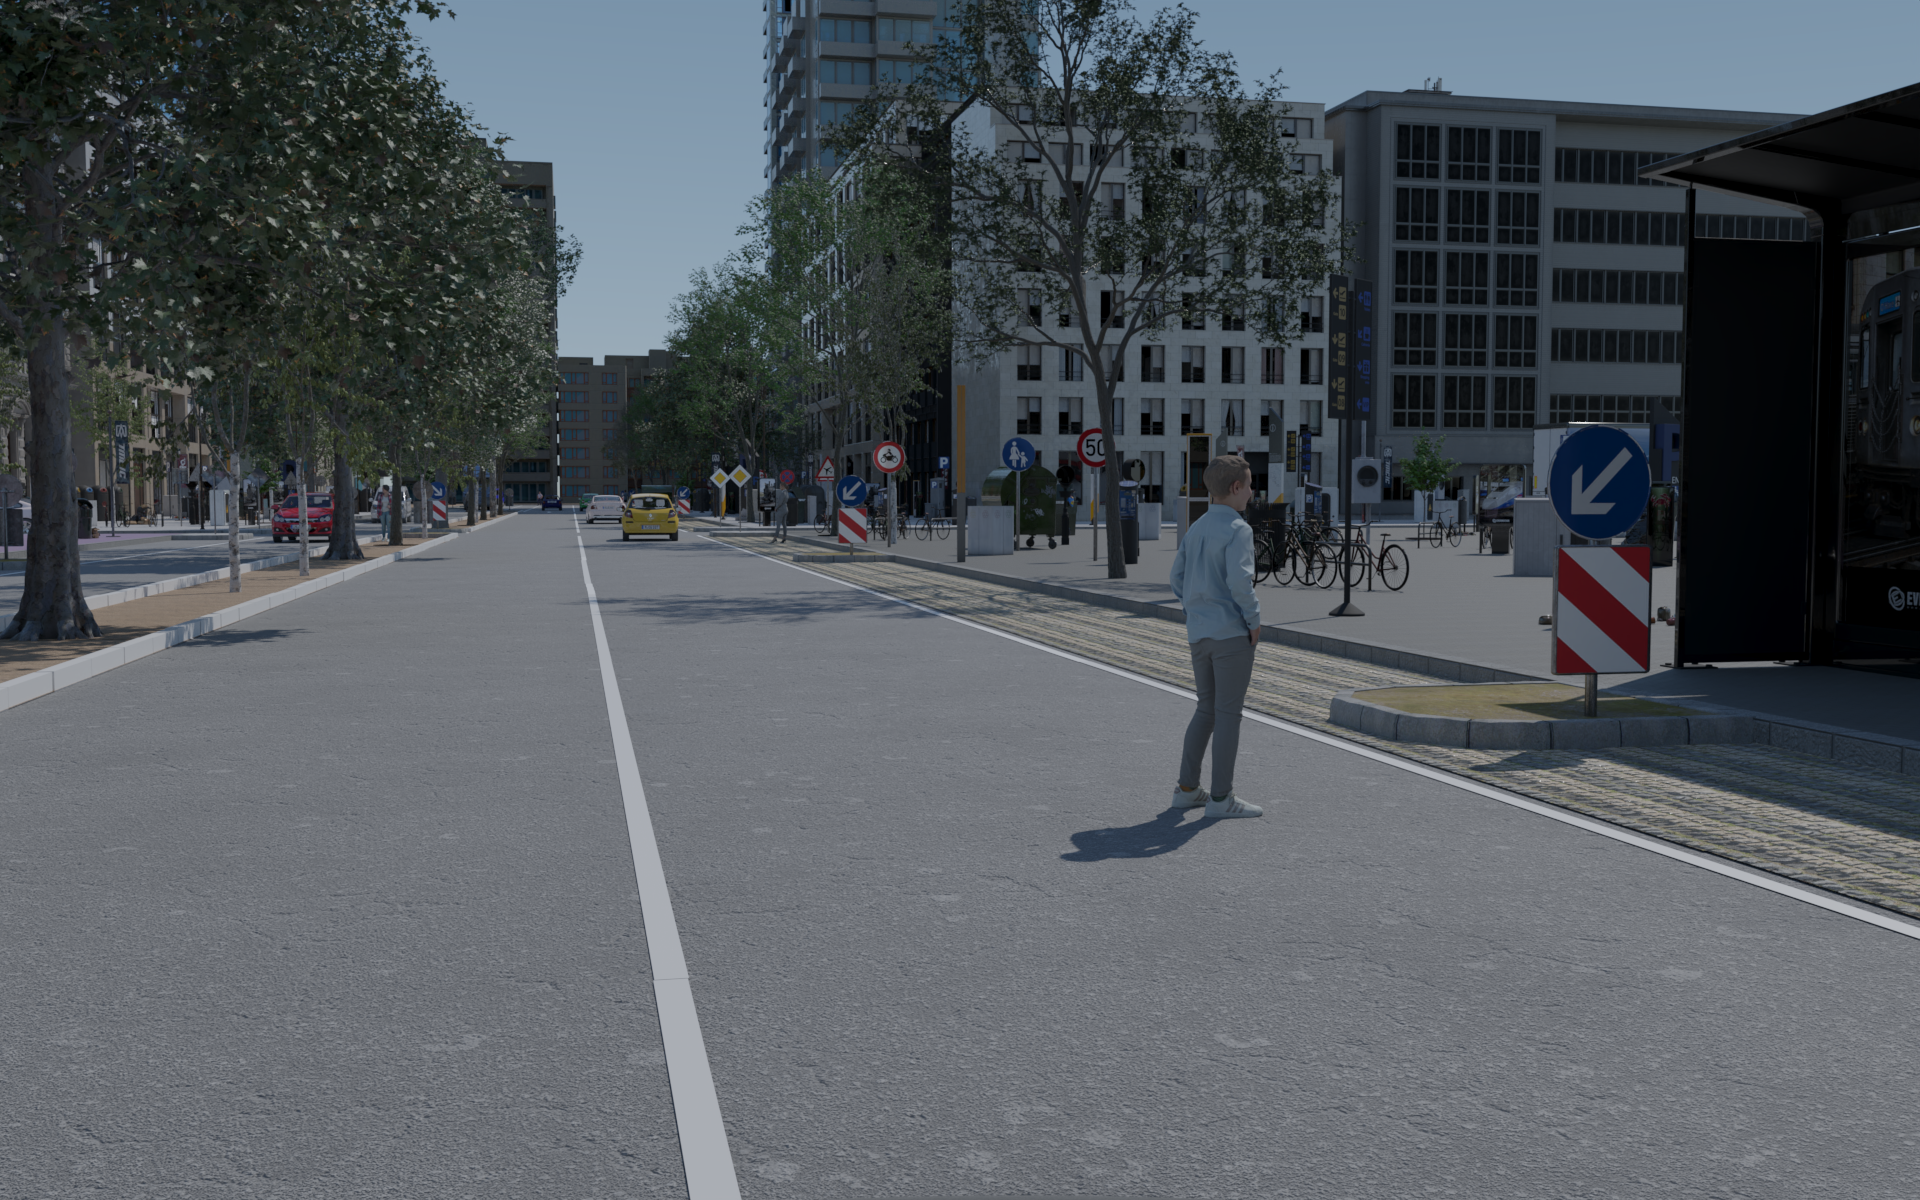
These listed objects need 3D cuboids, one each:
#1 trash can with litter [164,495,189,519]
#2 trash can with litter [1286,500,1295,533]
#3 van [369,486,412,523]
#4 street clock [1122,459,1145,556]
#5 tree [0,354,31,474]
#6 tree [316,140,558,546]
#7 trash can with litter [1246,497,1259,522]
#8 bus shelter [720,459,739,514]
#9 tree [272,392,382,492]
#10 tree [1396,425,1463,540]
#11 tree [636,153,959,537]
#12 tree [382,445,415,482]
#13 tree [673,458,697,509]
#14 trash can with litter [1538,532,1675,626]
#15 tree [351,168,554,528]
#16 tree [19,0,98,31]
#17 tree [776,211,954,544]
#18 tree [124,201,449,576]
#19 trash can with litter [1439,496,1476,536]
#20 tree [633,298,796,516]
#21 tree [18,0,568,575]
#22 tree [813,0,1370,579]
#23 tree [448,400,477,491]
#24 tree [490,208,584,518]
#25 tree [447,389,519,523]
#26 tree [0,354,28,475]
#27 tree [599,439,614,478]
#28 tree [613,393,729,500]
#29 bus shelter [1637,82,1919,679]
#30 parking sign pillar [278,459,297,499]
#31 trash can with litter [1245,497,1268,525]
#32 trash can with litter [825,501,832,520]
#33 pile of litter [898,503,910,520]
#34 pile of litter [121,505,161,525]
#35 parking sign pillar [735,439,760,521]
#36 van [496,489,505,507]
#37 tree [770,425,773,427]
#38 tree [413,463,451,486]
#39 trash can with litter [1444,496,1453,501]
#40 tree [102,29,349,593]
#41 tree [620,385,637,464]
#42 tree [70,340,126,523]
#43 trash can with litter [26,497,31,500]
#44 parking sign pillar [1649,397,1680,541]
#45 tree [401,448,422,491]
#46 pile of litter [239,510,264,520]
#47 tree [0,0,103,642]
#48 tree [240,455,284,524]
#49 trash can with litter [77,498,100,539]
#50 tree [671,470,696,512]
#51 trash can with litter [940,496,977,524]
[{"bbox_3d":[-40.382,-4.867,90.634,2.233,1.210,1.678,1,4,11],"label":"trash can with litter"},{"bbox_3d":[10.999,-2.769,56.662,0.624,1.170,1.055,3,5,40],"label":"trash can with litter"},{"bbox_3d":[-28.179,-4.821,85.831,2.013,2.044,4.112,-1,4,-13],"label":"van"},{"bbox_3d":[3.569,-1.899,35.621,0.471,2.002,0.358,-3,5,-42],"label":"street clock"},{"bbox_3d":[-34.895,-6.842,62.223,4.360,8.622,3.978,0,3,0],"label":"tree"},{"bbox_3d":[-15.414,-7.284,47.303,9.928,11.665,9.643,0,3,0],"label":"tree"},{"bbox_3d":[14.364,-4.293,81.242,2.233,1.210,1.678,0,4,-4],"label":"trash can with litter"},{"bbox_3d":[-14.891,-7.413,112.481,1.731,3.624,6.357,-1,4,-13],"label":"bus shelter"},{"bbox_3d":[-34.950,-10.623,91.819,7.486,12.596,7.792,0,3,0],"label":"tree"},{"bbox_3d":[13.035,-3.319,48.872,1.663,3.219,1.824,0,3,0],"label":"tree"},{"bbox_3d":[-3.598,-7.739,52.287,9.928,11.665,9.643,0,3,0],"label":"tree"},{"bbox_3d":[-42.642,-12.648,124.927,7.486,12.596,7.792,0,3,0],"label":"tree"},{"bbox_3d":[-24.246,-12.146,148.941,4.737,8.622,4.395,0,3,0],"label":"tree"},{"bbox_3d":[6.585,-0.370,17.103,2.233,1.210,1.678,-2,4,-29],"label":"trash can with litter"},{"bbox_3d":[-20.333,-9.679,67.358,9.857,13.997,8.962,0,3,0],"label":"tree"},{"bbox_3d":[-6.120,-5.669,5.523,12.009,13.543,11.850,0,3,0],"label":"tree"},{"bbox_3d":[-1.902,-5.742,44.250,4.360,8.622,3.978,0,3,0],"label":"tree"},{"bbox_3d":[-11.317,-4.700,29.659,4.737,8.622,4.395,0,3,0],"label":"tree"},{"bbox_3d":[15.332,-2.603,53.620,1.678,1.210,2.233,2,4,33],"label":"trash can with litter"},{"bbox_3d":[-14.277,-11.261,101.124,9.611,12.733,9.660,0,3,0],"label":"tree"},{"bbox_3d":[-13.494,-7.226,37.604,9.611,12.733,9.660,0,3,0],"label":"tree"},{"bbox_3d":[2.295,-5.626,26.406,8.767,10.594,7.601,-1,4,-21],"label":"tree"},{"bbox_3d":[-16.942,-6.228,54.655,4.737,8.622,4.395,0,3,0],"label":"tree"},{"bbox_3d":[-29.590,-15.066,104.673,12.611,20.169,13.585,0,3,0],"label":"tree"},{"bbox_3d":[-24.102,-8.153,86.129,4.360,8.622,3.978,0,3,0],"label":"tree"},{"bbox_3d":[-23.781,-5.523,40.670,4.737,8.622,4.395,0,3,0],"label":"tree"},{"bbox_3d":[-40.146,-17.143,214.699,8.767,10.594,7.601,-2,4,-30],"label":"tree"},{"bbox_3d":[-20.501,-11.892,128.840,7.601,10.594,8.767,0,4,7],"label":"tree"},{"bbox_3d":[6.389,-1.133,9.803,1.731,3.624,6.357,-1,4,-12],"label":"bus shelter"},{"bbox_3d":[-38.259,-6.759,98.973,1.447,3.967,1.447,-2,4,-32],"label":"parking sign pillar"},{"bbox_3d":[13.274,-3.989,76.610,1.055,1.170,0.624,-1,4,-18],"label":"trash can with litter"},{"bbox_3d":[-6.435,-4.371,82.852,1.055,1.170,0.624,2,4,30],"label":"trash can with litter"},{"bbox_3d":[-3.034,-4.463,86.938,1.176,0.858,1.719,1,4,12],"label":"pile of litter"},{"bbox_3d":[-34.246,-3.568,72.299,1.719,0.858,1.176,2,4,24],"label":"pile of litter"},{"bbox_3d":[-10.181,-5.836,83.898,1.447,3.967,1.447,-2,4,-34],"label":"parking sign pillar"},{"bbox_3d":[-52.329,-11.643,194.754,2.240,2.365,5.245,-1,4,-14],"label":"van"},{"bbox_3d":[-10.890,-10.176,116.742,4.360,8.622,3.978,0,3,0],"label":"tree"},{"bbox_3d":[-56.287,-12.361,185.820,4.285,4.588,4.351,0,3,0],"label":"tree"},{"bbox_3d":[29.637,-5.752,105.440,1.055,1.170,0.624,-1,4,-14],"label":"trash can with litter"},{"bbox_3d":[-10.570,-4.419,25.071,4.360,8.622,3.978,0,3,0],"label":"tree"},{"bbox_3d":[-9.435,-9.277,77.434,9.928,11.665,9.643,0,3,0],"label":"tree"},{"bbox_3d":[-36.971,-7.643,75.326,4.737,8.622,4.395,0,3,0],"label":"tree"},{"bbox_3d":[-41.285,-4.029,77.259,1.055,1.170,0.624,1,4,20],"label":"trash can with litter"},{"bbox_3d":[19.827,-3.658,48.286,1.447,3.967,1.447,-2,4,-26],"label":"parking sign pillar"},{"bbox_3d":[-45.299,-11.561,139.384,4.360,8.622,3.978,0,3,0],"label":"tree"},{"bbox_3d":[-35.013,-4.354,85.157,1.176,0.858,1.719,-2,4,-30],"label":"pile of litter"},{"bbox_3d":[-9.060,-5.967,17.029,9.611,12.733,9.660,0,3,0],"label":"tree"},{"bbox_3d":[-30.197,-4.935,75.292,1.663,3.219,1.824,0,3,0],"label":"tree"},{"bbox_3d":[-25.159,-2.346,49.737,0.624,1.170,1.055,0,4,-6],"label":"trash can with litter"},{"bbox_3d":[-19.325,-7.803,122.186,1.663,3.219,1.824,0,3,0],"label":"tree"},{"bbox_3d":[0.158,-3.929,75.296,2.233,1.210,1.678,2,4,24],"label":"trash can with litter"}]
